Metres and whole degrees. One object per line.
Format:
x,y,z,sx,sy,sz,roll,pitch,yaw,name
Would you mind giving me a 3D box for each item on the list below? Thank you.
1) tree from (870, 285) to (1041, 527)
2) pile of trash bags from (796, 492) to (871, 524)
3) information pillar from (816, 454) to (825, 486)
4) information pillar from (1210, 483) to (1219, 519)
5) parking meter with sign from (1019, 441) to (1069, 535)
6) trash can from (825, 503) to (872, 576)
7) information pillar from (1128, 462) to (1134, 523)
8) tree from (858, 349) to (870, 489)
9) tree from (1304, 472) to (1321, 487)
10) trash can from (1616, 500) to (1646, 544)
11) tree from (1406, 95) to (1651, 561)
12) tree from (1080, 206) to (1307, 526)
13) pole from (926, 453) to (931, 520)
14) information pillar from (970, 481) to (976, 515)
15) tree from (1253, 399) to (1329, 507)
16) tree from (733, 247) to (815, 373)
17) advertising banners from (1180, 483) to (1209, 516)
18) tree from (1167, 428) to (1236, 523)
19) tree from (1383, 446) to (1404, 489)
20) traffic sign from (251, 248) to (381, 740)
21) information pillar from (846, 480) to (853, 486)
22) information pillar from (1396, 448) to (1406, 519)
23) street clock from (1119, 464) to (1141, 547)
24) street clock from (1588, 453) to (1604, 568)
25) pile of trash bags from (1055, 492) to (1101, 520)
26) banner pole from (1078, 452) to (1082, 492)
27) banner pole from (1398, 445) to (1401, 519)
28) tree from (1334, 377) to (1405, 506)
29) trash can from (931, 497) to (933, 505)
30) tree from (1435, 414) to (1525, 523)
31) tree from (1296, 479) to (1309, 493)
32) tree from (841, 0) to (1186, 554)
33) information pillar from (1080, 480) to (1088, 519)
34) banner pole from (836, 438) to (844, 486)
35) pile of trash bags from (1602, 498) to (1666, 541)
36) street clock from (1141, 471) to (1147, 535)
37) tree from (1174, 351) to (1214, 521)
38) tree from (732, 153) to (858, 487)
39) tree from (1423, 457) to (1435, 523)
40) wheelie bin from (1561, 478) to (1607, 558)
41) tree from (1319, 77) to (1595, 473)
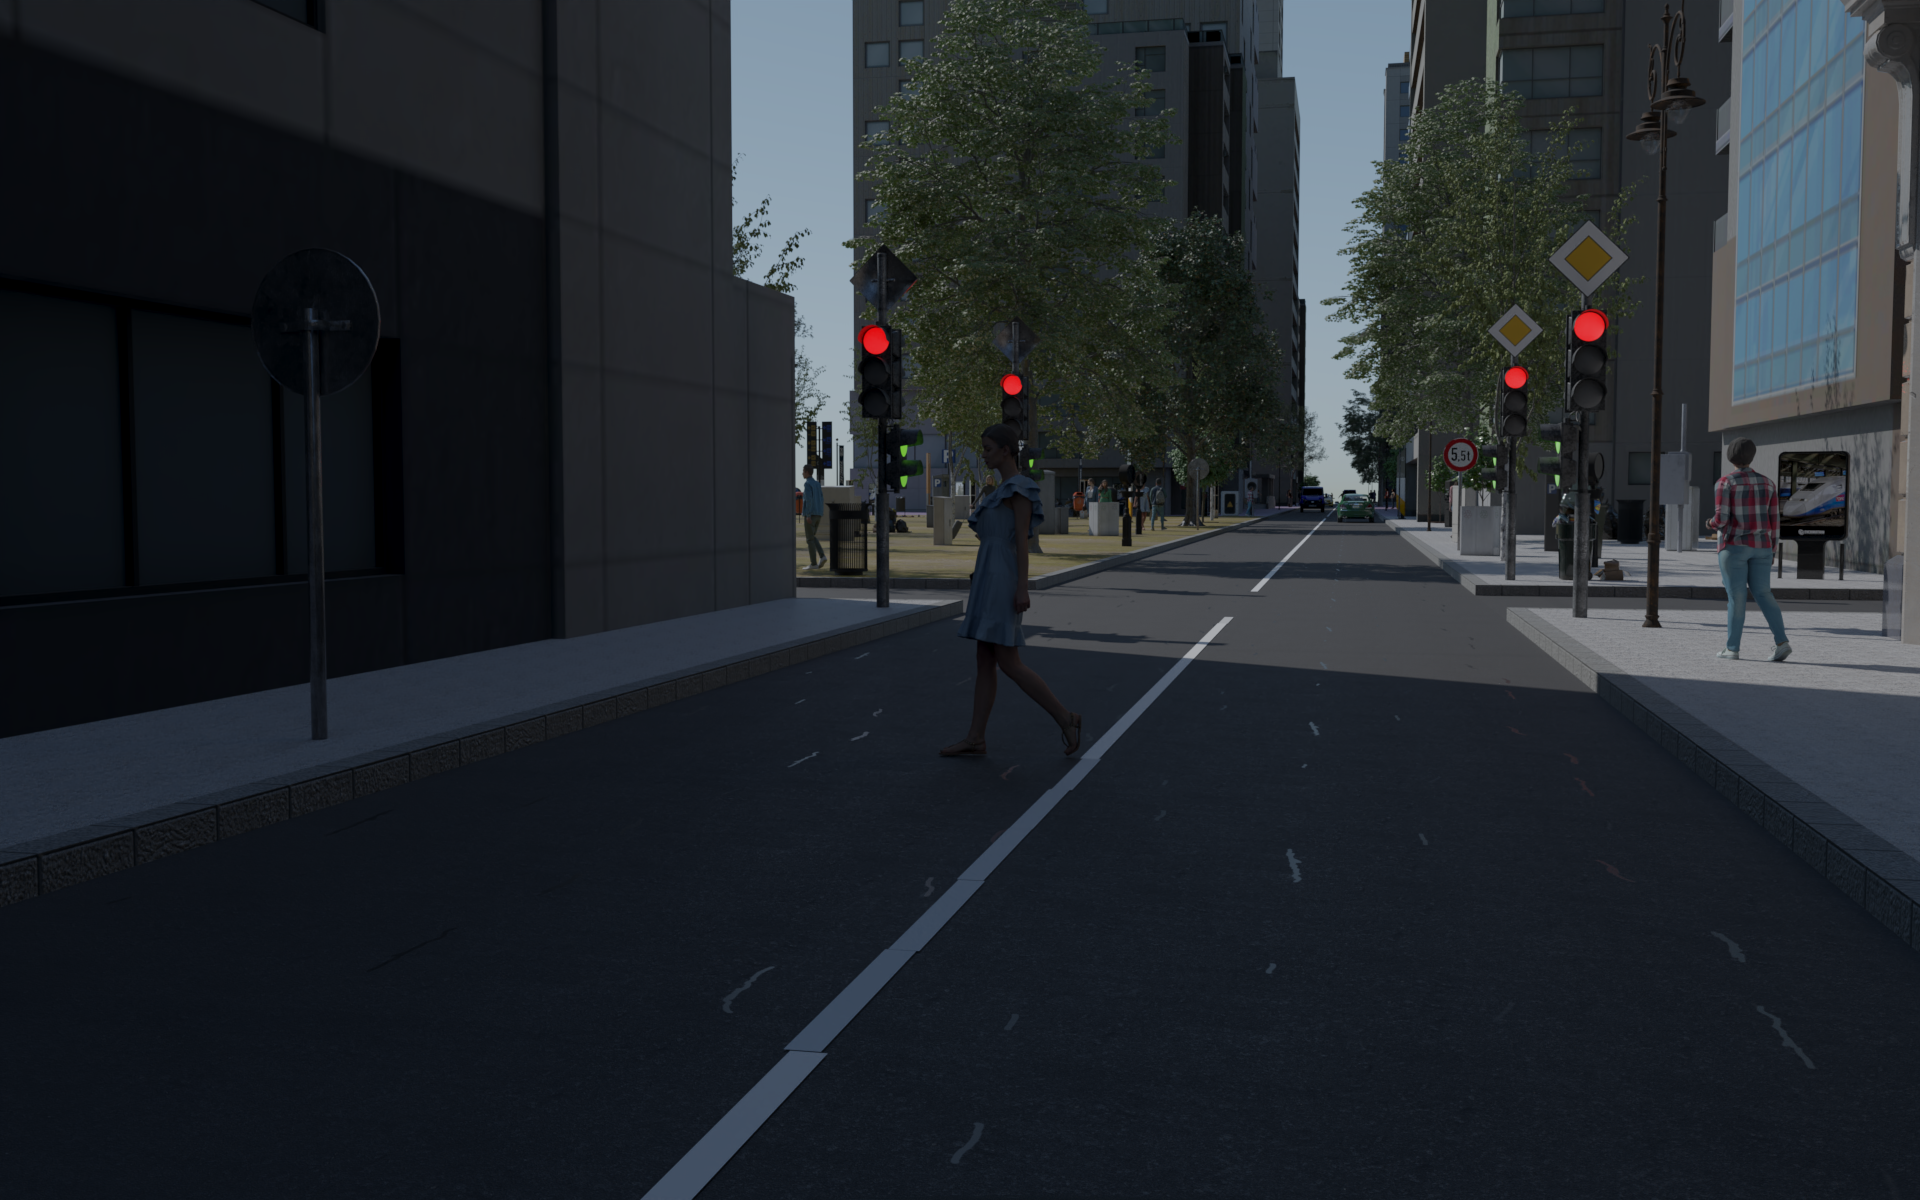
-0.011,-6.728,60.359,4.737,8.622,4.395,0,3,0,tree
-5.582,-4.029,75.620,3.447,1.369,1.912,0,4,2,pile of trash bags
-8.076,-6.647,100.026,0.504,3.616,0.183,-1,4,-14,information pillar
13.336,-5.276,90.751,0.304,2.012,0.304,-3,5,-42,information pillar
2.654,-3.586,54.900,1.738,3.016,0.543,-2,4,-34,parking meter with sign
-1.766,-0.966,27.447,0.748,1.137,0.748,0,3,0,trash can
7.665,-5.307,78.118,0.183,3.616,0.504,-1,4,-14,information pillar
-3.882,-8.071,82.315,4.737,8.622,4.395,0,3,0,tree
51.813,-16.683,256.485,4.285,4.588,4.351,0,3,0,tree
17.227,-2.009,44.504,0.748,1.137,0.748,0,3,0,trash can
10.661,-5.046,32.869,4.737,8.622,4.395,0,3,0,tree
9.218,-9.319,69.378,9.611,12.733,9.660,0,3,0,tree
-1.567,-5.647,86.178,0.158,3.312,0.155,0,3,0,pole
0.695,-5.531,94.920,0.304,2.012,0.304,-1,4,-10,information pillar
32.521,-14.451,170.692,8.767,10.594,7.601,3,4,37,tree
-9.039,-7.623,59.047,7.601,10.594,8.767,1,4,20,tree
13.375,-6.297,99.141,2.074,3.025,0.090,-2,4,-26,advertising banners
10.881,-5.760,77.884,4.285,4.588,4.351,0,3,0,tree
26.702,-7.271,102.597,4.285,4.588,4.351,0,3,0,tree
-3.354,-0.543,8.992,0.768,2.556,0.104,1,4,15,traffic sign
-5.786,-5.279,90.798,0.304,2.012,0.304,-2,4,-35,information pillar
22.454,-5.917,88.095,0.183,3.616,0.504,-3,5,-45,information pillar
4.091,-2.315,42.414,0.358,2.002,0.471,2,4,33,street clock
11.049,-1.572,30.267,0.358,2.002,0.471,3,5,41,street clock
6.871,-5.346,97.164,3.447,1.369,1.912,-2,4,-31,pile of trash bags
7.129,-6.909,102.972,0.401,3.779,0.863,-1,4,-13,banner pole
22.181,-5.954,87.368,0.401,3.779,0.863,1,4,13,banner pole
44.015,-16.787,181.123,9.857,13.997,8.962,0,3,0,tree
-1.364,-5.245,97.410,0.748,1.137,0.748,0,3,0,trash can
12.696,-2.911,42.192,1.663,3.219,1.824,0,3,0,tree
46.726,-14.730,235.437,1.663,3.219,1.824,0,3,0,tree
1.131,-7.284,37.219,7.486,12.596,7.792,0,3,0,tree
6.425,-5.214,89.735,0.304,2.012,0.304,3,5,42,information pillar
-5.400,-5.370,77.817,0.401,3.779,0.863,2,4,26,banner pole
18.956,-2.325,47.772,1.912,1.369,3.447,-1,4,-17,pile of trash bags
5.666,-3.077,54.875,0.471,2.002,0.358,0,4,-3,street clock
11.973,-8.155,83.698,4.737,8.622,4.395,0,3,0,tree
-5.129,-4.947,31.240,4.737,8.622,4.395,0,3,0,tree
21.339,-5.005,76.427,1.663,3.219,1.824,0,3,0,tree
12.499,-1.641,34.733,0.693,1.594,0.980,-2,4,-35,wheelie bin
13.807,-7.954,48.180,7.486,12.596,7.792,0,3,0,tree
